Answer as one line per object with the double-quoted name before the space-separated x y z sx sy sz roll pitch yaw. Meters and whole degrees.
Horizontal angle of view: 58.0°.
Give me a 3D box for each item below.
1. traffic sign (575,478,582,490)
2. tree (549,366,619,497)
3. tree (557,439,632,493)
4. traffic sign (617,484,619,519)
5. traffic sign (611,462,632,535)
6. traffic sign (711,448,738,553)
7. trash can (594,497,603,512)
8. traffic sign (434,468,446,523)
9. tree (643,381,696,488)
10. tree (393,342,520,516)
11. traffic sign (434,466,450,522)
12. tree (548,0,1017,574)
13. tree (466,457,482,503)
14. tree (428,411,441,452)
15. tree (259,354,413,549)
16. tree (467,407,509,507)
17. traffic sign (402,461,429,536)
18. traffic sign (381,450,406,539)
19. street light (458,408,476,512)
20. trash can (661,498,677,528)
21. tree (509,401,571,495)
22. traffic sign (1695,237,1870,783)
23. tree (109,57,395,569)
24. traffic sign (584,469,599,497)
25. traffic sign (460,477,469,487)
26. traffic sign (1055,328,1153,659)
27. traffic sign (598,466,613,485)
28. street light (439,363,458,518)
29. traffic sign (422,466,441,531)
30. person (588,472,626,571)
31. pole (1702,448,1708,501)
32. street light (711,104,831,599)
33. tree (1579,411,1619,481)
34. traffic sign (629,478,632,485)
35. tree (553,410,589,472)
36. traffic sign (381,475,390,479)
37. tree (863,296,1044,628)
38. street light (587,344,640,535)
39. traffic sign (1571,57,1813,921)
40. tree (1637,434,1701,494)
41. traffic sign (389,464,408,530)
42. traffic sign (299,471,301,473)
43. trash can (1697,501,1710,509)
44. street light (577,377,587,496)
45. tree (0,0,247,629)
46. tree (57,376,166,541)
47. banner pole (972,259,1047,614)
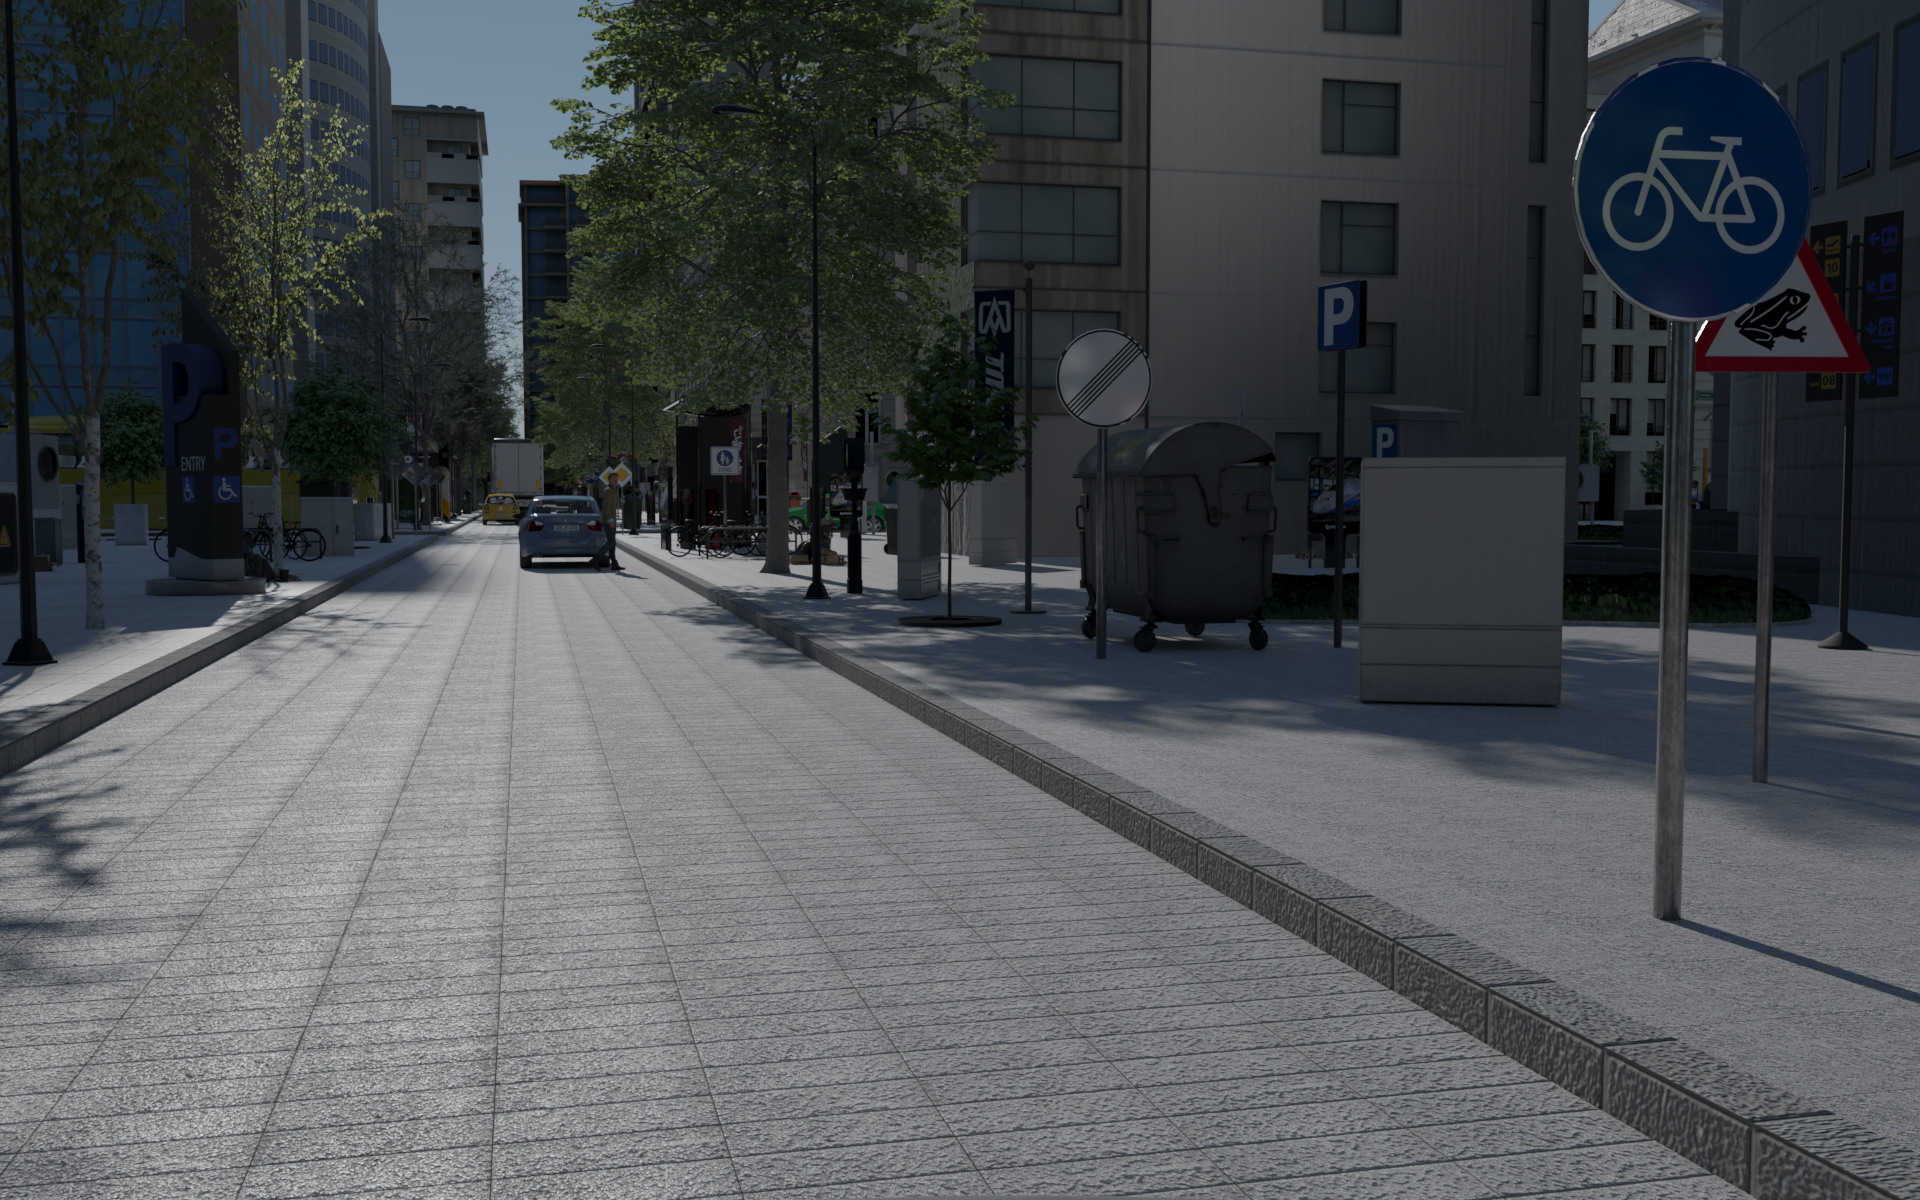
"traffic sign" -22.394 -6.273 102.672 0.768 2.556 0.104 -1 4 -12
"tree" -21.166 -9.043 98.221 4.737 8.622 4.395 0 3 0
"tree" -19.241 -6.703 93.308 4.285 4.588 4.351 0 3 0
"traffic sign" -17.929 -5.545 90.774 0.768 2.556 0.104 -1 4 -11
"traffic sign" -10.619 -3.106 54.428 0.795 2.450 0.064 -1 4 -14
"traffic sign" -5.085 -2.163 37.495 0.606 2.300 0.079 -1 4 -9
"trash can" -16.525 -4.175 79.909 0.748 1.137 0.748 0 3 0
"traffic sign" -23.317 -4.650 77.208 0.795 2.450 0.064 -1 4 -12
"tree" -18.531 -9.850 111.410 4.360 8.622 3.978 0 3 0
"tree" -30.061 -10.305 102.898 8.767 10.594 7.601 1 4 17
"traffic sign" -23.673 -4.828 79.051 0.768 2.556 0.104 0 4 -5
"tree" -2.952 -6.733 28.207 7.486 12.596 7.792 0 3 0
"tree" -54.304 -14.975 195.206 4.737 8.622 4.395 0 3 0
"tree" -37.643 -13.140 132.972 7.486 12.596 7.792 0 3 0
"tree" -14.583 -3.481 40.625 4.285 4.588 4.351 0 3 0
"tree" -55.657 -16.909 202.211 9.928 11.665 9.643 0 3 0
"traffic sign" -16.631 -3.015 52.939 0.795 2.450 0.064 -1 4 -14
"traffic sign" -16.229 -3.023 49.529 0.768 2.556 0.104 -1 4 -9
"street light" -26.859 -7.410 93.690 1.470 5.913 1.316 -1 4 -14
"trash can" -10.396 -3.079 61.992 0.748 1.137 0.748 0 3 0
"tree" -44.029 -16.332 192.788 9.928 11.665 9.643 0 3 0
"traffic sign" 3.565 -0.467 7.644 0.884 2.594 0.081 0 4 -7
"tree" -11.587 -4.781 28.536 4.360 8.622 3.978 0 3 0
"traffic sign" -18.477 -5.307 86.872 0.768 2.556 0.104 -1 4 -10
"traffic sign" -36.562 -7.795 127.556 0.768 2.556 0.104 -1 4 -13
"traffic sign" 1.103 -0.815 13.427 0.768 2.556 0.104 -1 4 -9
"traffic sign" -12.572 -3.580 62.172 0.795 2.450 0.064 -1 4 -14
"street light" -18.683 -5.428 61.296 1.470 5.913 1.316 -1 4 -14
"traffic sign" -18.584 -3.489 60.682 0.795 2.450 0.064 -1 4 -14
"person" -6.559 -1.464 32.340 0.656 1.842 0.836 3 5 45
"pole" 32.967 -5.066 76.670 0.158 3.312 0.155 0 3 0
"street light" -2.280 -2.959 20.927 1.470 5.913 1.316 -1 4 -14
"tree" 20.564 -4.586 58.694 4.285 4.588 4.351 0 3 0
"traffic sign" -16.726 -5.195 87.065 0.606 2.300 0.079 -1 4 -10
"tree" -30.833 -11.638 140.647 4.360 8.622 3.978 0 3 0
"traffic sign" -26.628 -4.942 80.911 0.768 2.556 0.104 0 4 -7
"tree" -0.208 -1.367 16.947 1.663 3.219 1.824 0 3 0
"street light" -10.732 -4.976 53.899 1.470 5.913 1.316 -1 4 -14
"traffic sign" 2.141 -0.310 5.167 0.768 2.556 0.104 -1 4 -10
"tree" 21.594 -3.585 53.212 1.663 3.219 1.824 0 3 0
"traffic sign" -20.105 -3.776 61.844 0.768 2.556 0.104 0 4 -7
"traffic sign" -18.940 -3.082 50.503 0.768 2.556 0.104 -1 4 -13
"trash can" 16.239 -1.567 37.280 0.748 1.137 0.748 0 3 0
"street light" -14.518 -5.904 69.072 1.470 5.913 1.316 -1 4 -14
"tree" -8.476 -4.036 16.353 4.737 8.622 4.395 0 3 0
"tree" -23.128 -3.941 48.143 4.285 4.588 4.351 0 3 0
"banner pole" 0.523 -1.752 18.670 0.863 3.779 0.401 1 4 23
